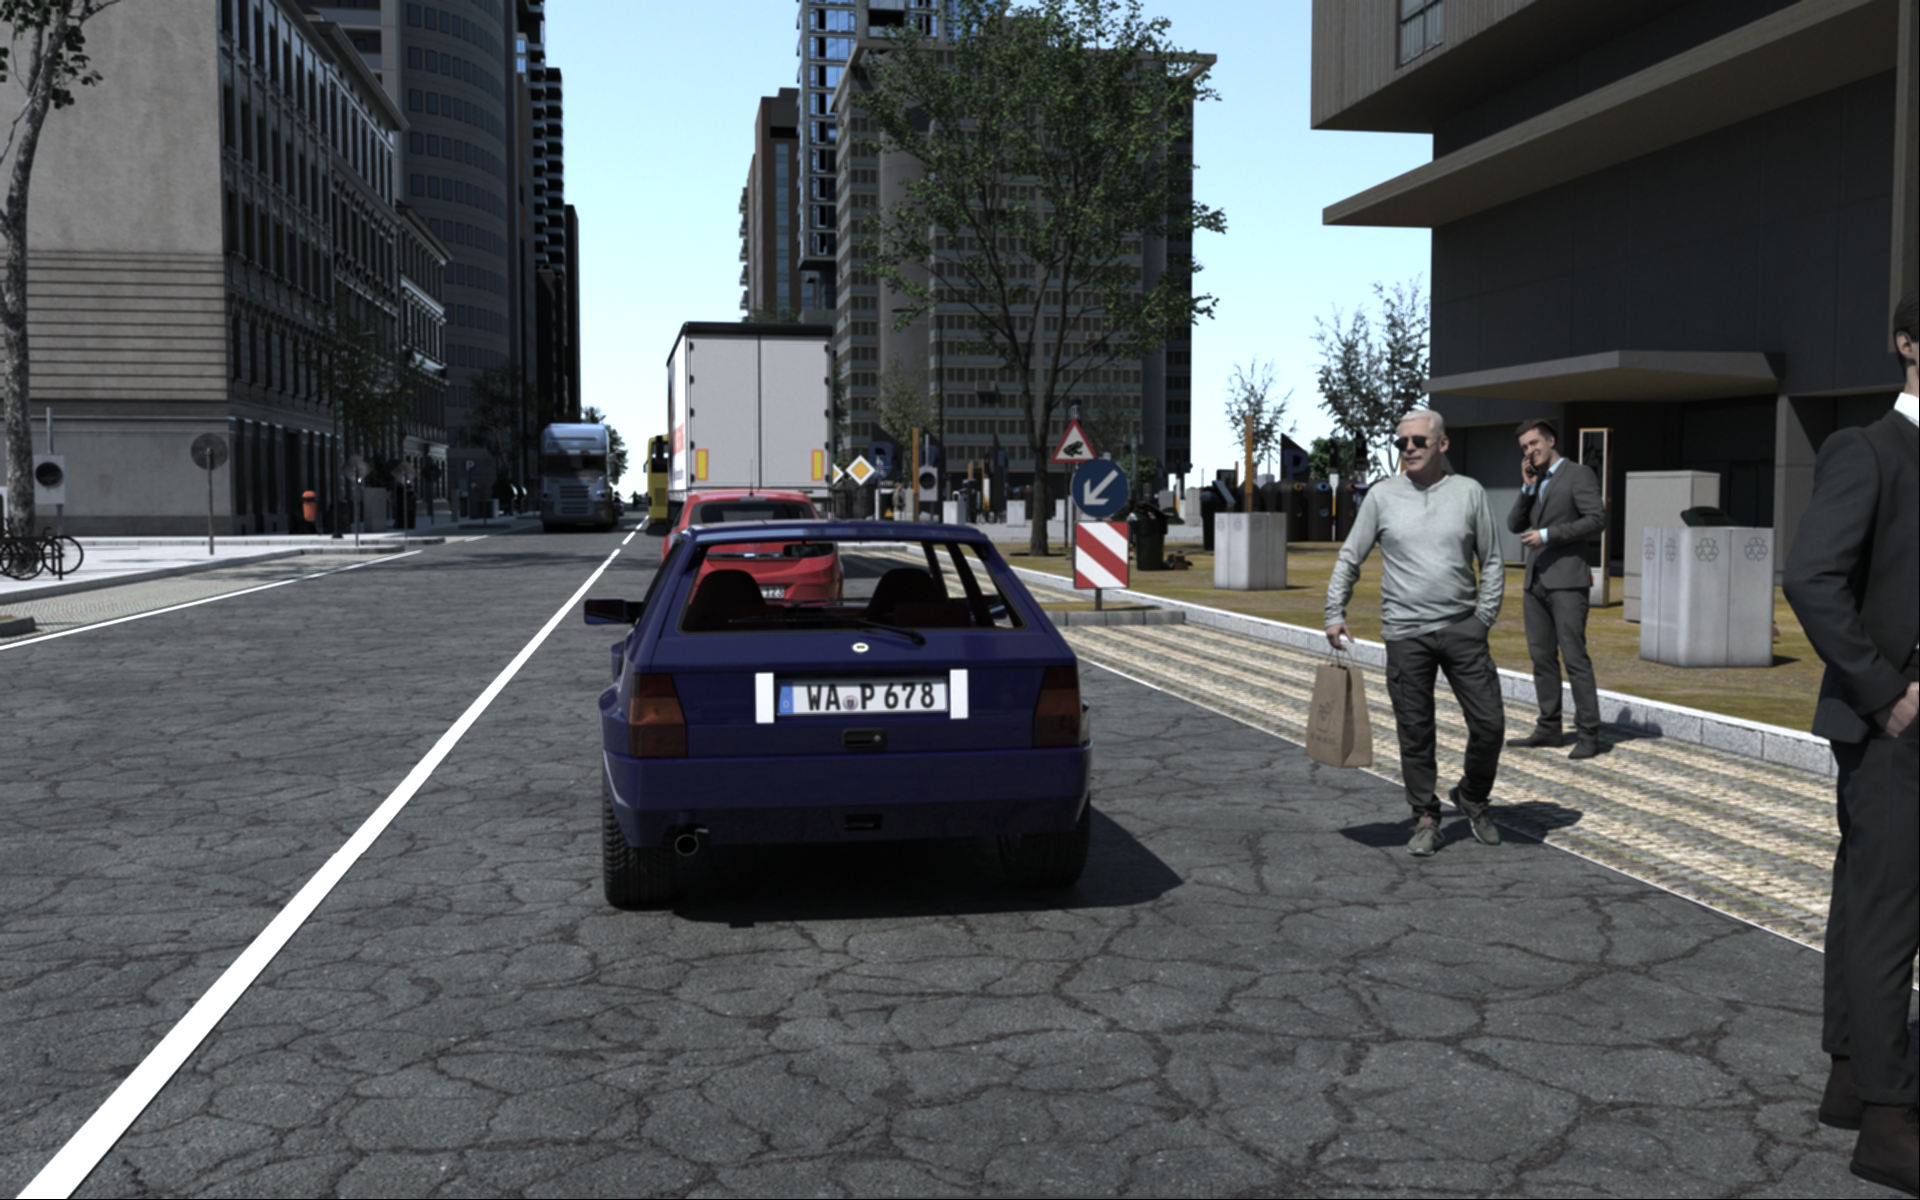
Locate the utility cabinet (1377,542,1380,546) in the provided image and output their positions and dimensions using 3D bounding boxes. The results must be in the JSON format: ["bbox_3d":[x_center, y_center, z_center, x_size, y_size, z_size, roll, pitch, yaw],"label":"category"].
[{"bbox_3d":[10.718,-1.919,42.546,0.306,1.237,1.020,-2,4,-33],"label":"utility cabinet"}]

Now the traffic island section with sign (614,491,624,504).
[{"bbox_3d":[-50.771,-15.131,256.016,1.989,1.847,2.006,-1,4,-10],"label":"traffic island section with sign"}]

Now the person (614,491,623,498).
[{"bbox_3d":[-32.281,-9.434,163.266,1.217,1.766,0.721,1,4,8],"label":"person"}]

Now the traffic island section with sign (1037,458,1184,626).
[{"bbox_3d":[1.297,-0.671,19.595,1.989,1.847,2.006,-1,4,-10],"label":"traffic island section with sign"}]

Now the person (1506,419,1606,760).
[{"bbox_3d":[3.258,-0.076,9.549,0.447,1.846,0.655,-1,4,-21],"label":"person"}]

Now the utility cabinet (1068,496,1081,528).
[{"bbox_3d":[4.258,-3.286,64.892,0.306,1.237,1.020,-1,4,-15],"label":"utility cabinet"}]

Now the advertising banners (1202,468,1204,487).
[{"bbox_3d":[15.999,-7.293,115.432,0.090,3.025,2.074,1,4,22],"label":"advertising banners"}]

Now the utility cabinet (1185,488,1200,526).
[{"bbox_3d":[9.301,-3.697,69.121,0.318,1.500,1.173,0,4,-7],"label":"utility cabinet"}]

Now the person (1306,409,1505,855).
[{"bbox_3d":[1.797,0.123,6.969,0.782,1.767,0.515,1,4,11],"label":"person"}]

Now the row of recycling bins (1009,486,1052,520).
[{"bbox_3d":[3.297,-4.874,86.807,1.069,1.692,3.534,-3,5,-40],"label":"row of recycling bins"}]

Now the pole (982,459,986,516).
[{"bbox_3d":[1.398,-6.536,100.703,0.158,3.312,0.155,0,3,0],"label":"pole"}]

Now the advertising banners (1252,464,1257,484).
[{"bbox_3d":[17.214,-6.225,97.961,0.090,3.025,2.074,-3,5,-41],"label":"advertising banners"}]

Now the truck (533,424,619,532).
[{"bbox_3d":[-15.640,-5.032,72.027,2.967,4.110,18.799,-1,4,-10],"label":"truck"}]

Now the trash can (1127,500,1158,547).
[{"bbox_3d":[4.454,-1.875,42.315,0.748,1.137,0.748,0,3,0],"label":"trash can"}]

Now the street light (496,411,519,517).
[{"bbox_3d":[-25.345,-7.607,96.916,1.470,5.913,1.316,-1,4,-10],"label":"street light"}]

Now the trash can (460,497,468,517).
[{"bbox_3d":[-27.476,-5.130,95.530,0.748,1.137,0.748,0,3,0],"label":"trash can"}]

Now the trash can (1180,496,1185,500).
[{"bbox_3d":[13.416,-5.648,104.000,0.748,1.137,0.748,0,3,0],"label":"trash can"}]

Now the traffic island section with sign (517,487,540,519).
[{"bbox_3d":[-24.310,-5.537,99.163,1.989,1.847,2.006,-1,4,-10],"label":"traffic island section with sign"}]

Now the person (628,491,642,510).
[{"bbox_3d":[-29.344,-8.999,156.361,1.217,1.736,0.721,0,4,-3],"label":"person"}]

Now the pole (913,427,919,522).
[{"bbox_3d":[-1.346,-3.618,53.005,0.158,3.312,0.155,0,3,0],"label":"pole"}]

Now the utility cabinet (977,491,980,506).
[{"bbox_3d":[1.055,-7.351,128.866,0.318,1.500,1.173,-2,4,-34],"label":"utility cabinet"}]

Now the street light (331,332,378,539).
[{"bbox_3d":[-17.392,-4.724,49.778,1.470,5.913,1.316,-1,4,-10],"label":"street light"}]

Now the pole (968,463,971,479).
[{"bbox_3d":[0.654,-7.367,114.291,0.158,3.312,0.155,0,3,0],"label":"pole"}]

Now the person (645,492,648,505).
[{"bbox_3d":[-40.361,-13.088,223.158,0.621,1.740,0.551,-2,4,-25],"label":"person"}]

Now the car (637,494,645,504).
[{"bbox_3d":[-44.029,-14.130,240.811,2.009,1.686,4.222,-1,4,-9],"label":"car"}]

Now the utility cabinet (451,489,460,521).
[{"bbox_3d":[-23.435,-4.392,80.493,0.318,1.500,1.173,-1,4,-11],"label":"utility cabinet"}]

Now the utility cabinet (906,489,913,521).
[{"bbox_3d":[-2.170,-4.458,81.560,0.318,1.500,1.173,-3,5,-42],"label":"utility cabinet"}]

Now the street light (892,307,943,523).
[{"bbox_3d":[-1.010,-4.329,43.325,1.470,5.913,1.316,-1,4,-10],"label":"street light"}]

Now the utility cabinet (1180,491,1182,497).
[{"bbox_3d":[15.333,-6.946,122.253,0.318,1.500,1.173,2,4,28],"label":"utility cabinet"}]

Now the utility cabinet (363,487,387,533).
[{"bbox_3d":[-19.339,-2.976,57.333,0.318,1.500,1.173,0,4,4],"label":"utility cabinet"}]

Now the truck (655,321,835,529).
[{"bbox_3d":[-4.385,-2.745,33.802,2.839,4.237,11.283,-1,4,-11],"label":"truck"}]

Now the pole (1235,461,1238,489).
[{"bbox_3d":[17.045,-6.911,106.830,0.158,3.312,0.155,0,3,0],"label":"pole"}]

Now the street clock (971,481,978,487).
[{"bbox_3d":[0.694,-5.380,92.541,0.471,2.002,0.358,-3,4,-36],"label":"street clock"}]

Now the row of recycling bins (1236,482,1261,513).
[{"bbox_3d":[10.063,-3.117,58.078,3.534,1.692,1.069,-2,4,-23],"label":"row of recycling bins"}]

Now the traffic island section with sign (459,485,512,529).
[{"bbox_3d":[-19.758,-3.885,72.143,1.989,1.847,2.006,-1,4,-10],"label":"traffic island section with sign"}]

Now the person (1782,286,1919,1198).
[{"bbox_3d":[2.110,0.252,3.742,0.474,1.900,0.648,3,5,44],"label":"person"}]

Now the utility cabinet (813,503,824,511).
[{"bbox_3d":[-6.888,-4.317,81.744,1.020,1.237,0.306,2,4,29],"label":"utility cabinet"}]

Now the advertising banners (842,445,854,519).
[{"bbox_3d":[-4.118,-4.109,63.377,0.090,3.025,2.074,0,4,7],"label":"advertising banners"}]

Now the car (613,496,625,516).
[{"bbox_3d":[-22.700,-6.092,112.184,1.945,1.354,3.894,-1,4,-9],"label":"car"}]

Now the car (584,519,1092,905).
[{"bbox_3d":[-0.648,0.311,7.498,1.945,1.354,3.894,-1,4,-10],"label":"car"}]

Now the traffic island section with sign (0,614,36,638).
[{"bbox_3d":[-10.515,-0.533,17.345,1.989,1.847,2.006,-1,4,-10],"label":"traffic island section with sign"}]

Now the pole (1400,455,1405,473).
[{"bbox_3d":[15.977,-4.200,62.514,0.158,3.312,0.155,0,3,0],"label":"pole"}]

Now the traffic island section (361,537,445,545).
[{"bbox_3d":[-16.010,-1.695,49.995,2.009,0.180,2.903,-1,4,-10],"label":"traffic island section"}]

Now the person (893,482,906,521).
[{"bbox_3d":[-1.684,-2.400,48.282,0.362,1.759,0.519,-1,4,-9],"label":"person"}]

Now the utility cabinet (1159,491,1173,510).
[{"bbox_3d":[13.660,-6.520,115.273,1.173,1.500,0.318,-2,4,-24],"label":"utility cabinet"}]

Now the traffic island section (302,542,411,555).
[{"bbox_3d":[-14.682,-1.213,42.121,2.009,0.180,2.903,-1,4,-10],"label":"traffic island section"}]

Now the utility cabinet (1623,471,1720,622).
[{"bbox_3d":[6.922,-0.501,16.865,0.318,1.500,1.173,-1,4,-8],"label":"utility cabinet"}]

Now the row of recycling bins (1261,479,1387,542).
[{"bbox_3d":[10.056,-2.418,46.648,3.534,1.692,1.069,-1,4,-10],"label":"row of recycling bins"}]

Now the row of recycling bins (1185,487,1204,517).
[{"bbox_3d":[14.019,-5.637,99.278,1.069,1.692,3.534,-1,4,-21],"label":"row of recycling bins"}]

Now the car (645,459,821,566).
[{"bbox_3d":[-2.279,-0.580,18.521,2.155,1.783,4.494,-1,4,-9],"label":"car"}]

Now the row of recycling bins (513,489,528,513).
[{"bbox_3d":[-30.552,-6.923,120.306,1.069,1.692,3.534,-1,4,-20],"label":"row of recycling bins"}]
